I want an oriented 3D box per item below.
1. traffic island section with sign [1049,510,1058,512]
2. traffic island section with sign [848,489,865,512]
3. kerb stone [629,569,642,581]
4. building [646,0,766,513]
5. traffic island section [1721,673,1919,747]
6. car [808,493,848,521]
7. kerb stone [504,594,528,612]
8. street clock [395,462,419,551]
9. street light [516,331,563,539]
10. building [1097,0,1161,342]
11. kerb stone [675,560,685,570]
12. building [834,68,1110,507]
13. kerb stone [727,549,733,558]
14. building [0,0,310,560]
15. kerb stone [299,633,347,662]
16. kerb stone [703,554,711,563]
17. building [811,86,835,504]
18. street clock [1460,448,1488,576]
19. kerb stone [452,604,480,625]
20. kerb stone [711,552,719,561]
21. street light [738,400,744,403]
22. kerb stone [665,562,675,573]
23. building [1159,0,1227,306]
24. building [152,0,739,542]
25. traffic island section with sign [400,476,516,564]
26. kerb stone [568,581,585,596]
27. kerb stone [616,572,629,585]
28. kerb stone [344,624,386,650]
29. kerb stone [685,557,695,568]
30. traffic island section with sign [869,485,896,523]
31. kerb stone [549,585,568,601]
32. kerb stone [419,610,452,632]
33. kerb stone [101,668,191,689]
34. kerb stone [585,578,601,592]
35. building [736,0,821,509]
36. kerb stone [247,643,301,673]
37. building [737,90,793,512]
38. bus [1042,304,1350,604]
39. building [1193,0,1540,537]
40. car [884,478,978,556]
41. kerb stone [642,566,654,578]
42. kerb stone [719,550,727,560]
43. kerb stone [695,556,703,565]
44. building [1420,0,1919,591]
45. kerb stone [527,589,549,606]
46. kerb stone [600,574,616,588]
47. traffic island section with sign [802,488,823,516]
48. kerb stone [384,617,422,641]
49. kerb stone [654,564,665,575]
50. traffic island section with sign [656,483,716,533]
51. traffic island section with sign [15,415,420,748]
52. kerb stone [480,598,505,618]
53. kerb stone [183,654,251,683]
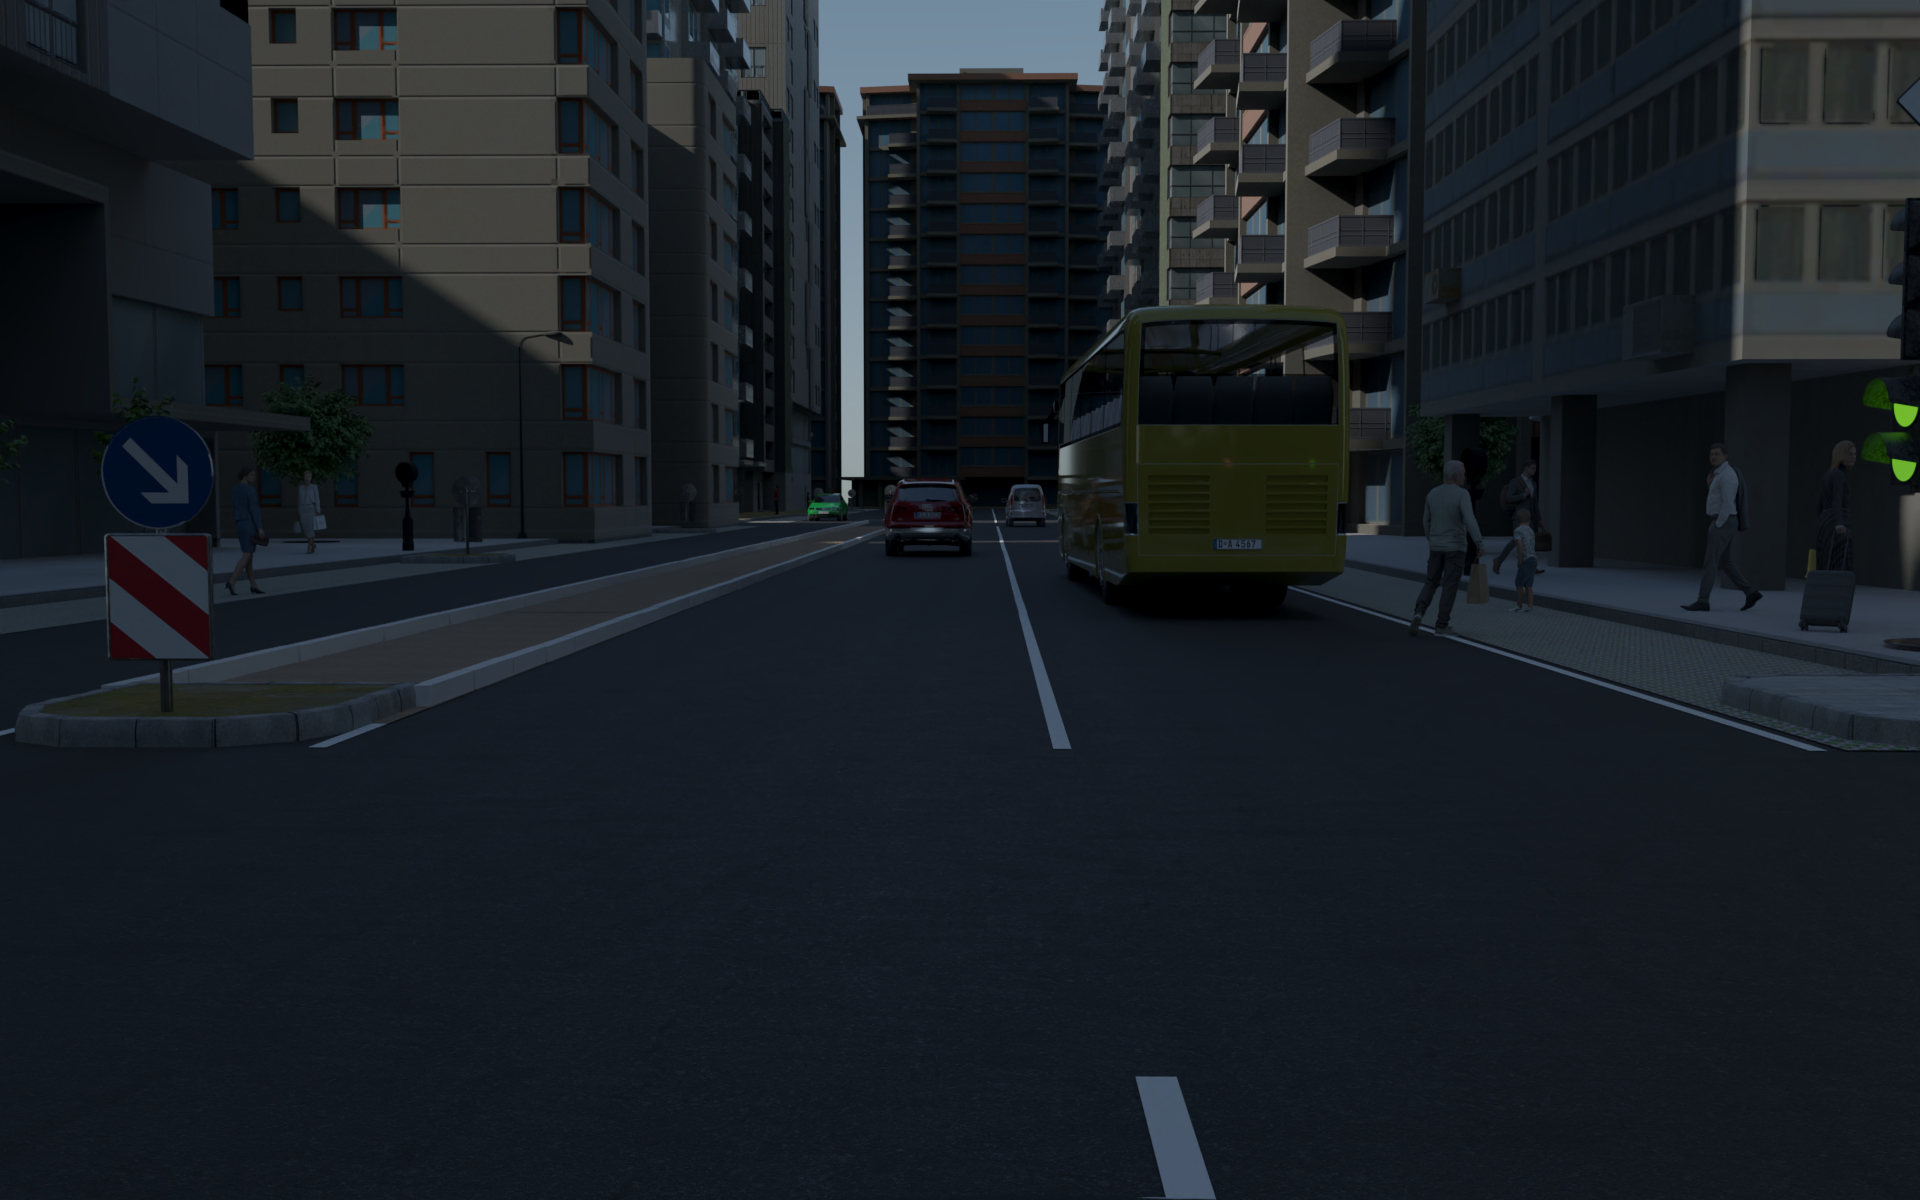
[{"bbox_3d":[8.255,-8.074,140.641,1.989,1.847,2.006,0,4,1],"label":"traffic island section with sign"},{"bbox_3d":[-8.762,-8.093,140.956,1.989,1.847,2.006,0,4,1],"label":"traffic island section with sign"},{"bbox_3d":[-5.436,-0.385,28.528,0.120,0.150,1.000,0,4,1],"label":"kerb stone"},{"bbox_3d":[-24.390,-29.452,101.149,23.786,49.044,30.456,0,4,1],"label":"building"},{"bbox_3d":[6.162,0.696,10.897,2.009,0.180,2.903,0,4,1],"label":"traffic island section"},{"bbox_3d":[-6.997,-5.092,92.052,1.959,1.807,4.718,0,4,2],"label":"car"},{"bbox_3d":[-5.554,0.053,21.362,0.120,0.150,1.000,0,4,1],"label":"kerb stone"},{"bbox_3d":[-12.489,-2.115,39.145,0.471,2.002,0.358,1,4,20],"label":"street clock"},{"bbox_3d":[-12.027,-4.710,49.546,1.470,5.913,1.316,0,4,1],"label":"street light"},{"bbox_3d":[23.122,-32.132,144.962,23.786,49.044,30.456,0,4,1],"label":"building"},{"bbox_3d":[-5.371,-0.638,32.627,0.120,0.150,1.000,0,4,1],"label":"kerb stone"},{"bbox_3d":[2.564,-32.204,181.152,28.867,44.769,22.147,0,4,1],"label":"building"},{"bbox_3d":[-5.274,-1.010,38.783,0.120,0.150,1.000,0,4,1],"label":"kerb stone"},{"bbox_3d":[-29.165,-26.756,26.704,28.713,52.752,27.495,0,4,1],"label":"building"},{"bbox_3d":[-5.647,0.428,15.205,0.120,0.150,1.000,0,4,1],"label":"kerb stone"},{"bbox_3d":[-5.323,-0.826,35.706,0.120,0.150,1.000,0,4,1],"label":"kerb stone"},{"bbox_3d":[-26.813,-32.207,181.213,28.867,44.769,22.147,0,4,1],"label":"building"},{"bbox_3d":[8.040,-1.381,27.157,0.358,2.002,0.471,-1,4,-13],"label":"street clock"},{"bbox_3d":[-5.583,0.177,19.307,0.120,0.150,1.000,0,4,1],"label":"kerb stone"},{"bbox_3d":[-5.301,-0.887,36.736,0.120,0.150,1.000,0,4,1],"label":"kerb stone"},{"bbox_3d":[-11.386,-6.942,86.046,1.470,5.913,1.316,0,4,1],"label":"street light"},{"bbox_3d":[-5.388,-0.575,31.598,0.120,0.150,1.000,0,4,1],"label":"kerb stone"},{"bbox_3d":[17.548,-19.650,92.972,14.160,30.474,14.107,0,4,1],"label":"building"},{"bbox_3d":[-24.081,-13.374,63.709,27.650,21.520,28.899,0,4,1],"label":"building"},{"bbox_3d":[-10.439,-1.692,36.298,1.989,1.847,2.006,0,4,1],"label":"traffic island section with sign"},{"bbox_3d":[-5.498,-0.137,24.429,0.120,0.150,1.000,0,4,1],"label":"kerb stone"},{"bbox_3d":[-5.456,-0.324,27.499,0.120,0.150,1.000,0,4,1],"label":"kerb stone"},{"bbox_3d":[-5.640,0.365,16.227,0.120,0.150,1.000,0,4,1],"label":"kerb stone"},{"bbox_3d":[-5.351,-0.694,33.649,0.120,0.150,1.000,0,4,1],"label":"kerb stone"},{"bbox_3d":[-3.455,-4.754,85.860,2.006,1.907,1.989,0,4,1],"label":"traffic island section with sign"},{"bbox_3d":[-5.518,-0.074,23.407,0.120,0.150,1.000,0,4,1],"label":"kerb stone"},{"bbox_3d":[-5.608,0.240,18.278,0.120,0.150,1.000,0,4,1],"label":"kerb stone"},{"bbox_3d":[-5.700,0.618,12.133,0.120,0.150,1.000,0,4,1],"label":"kerb stone"},{"bbox_3d":[-5.482,-0.199,25.451,0.120,0.150,1.000,0,4,1],"label":"kerb stone"},{"bbox_3d":[-26.094,-34.091,146.630,27.495,52.752,28.713,0,4,1],"label":"building"},{"bbox_3d":[-5.675,0.490,14.183,0.120,0.150,1.000,0,4,1],"label":"kerb stone"},{"bbox_3d":[-19.852,-21.566,124.309,14.160,30.474,14.107,0,4,1],"label":"building"},{"bbox_3d":[3.010,-2.068,25.355,2.896,3.916,12.252,0,4,-1],"label":"bus"},{"bbox_3d":[20.493,-25.060,64.359,22.147,44.769,28.867,0,4,1],"label":"building"},{"bbox_3d":[-0.712,-2.020,41.696,2.281,1.827,5.304,0,4,1],"label":"car"},{"bbox_3d":[-5.415,-0.450,29.550,0.120,0.150,1.000,0,4,1],"label":"kerb stone"},{"bbox_3d":[-5.281,-0.946,37.761,0.120,0.150,1.000,0,4,1],"label":"kerb stone"},{"bbox_3d":[-5.333,-0.764,34.679,0.120,0.150,1.000,0,4,1],"label":"kerb stone"},{"bbox_3d":[21.624,-20.515,27.305,23.993,40.220,32.217,0,4,1],"label":"building"},{"bbox_3d":[-5.531,-0.009,22.385,0.120,0.150,1.000,0,4,1],"label":"kerb stone"},{"bbox_3d":[-5.472,-0.262,26.473,0.120,0.150,1.000,0,4,1],"label":"kerb stone"},{"bbox_3d":[-9.204,-6.385,113.022,1.989,1.847,2.006,0,4,1],"label":"traffic island section with sign"},{"bbox_3d":[-5.612,0.303,17.249,0.120,0.150,1.000,0,4,1],"label":"kerb stone"},{"bbox_3d":[-5.402,-0.512,30.576,0.120,0.150,1.000,0,4,1],"label":"kerb stone"},{"bbox_3d":[-10.001,-3.357,63.509,1.989,1.847,2.006,0,4,1],"label":"traffic island section with sign"},{"bbox_3d":[-4.657,-0.159,10.731,2.006,1.907,1.989,0,4,1],"label":"traffic island section with sign"},{"bbox_3d":[-5.568,0.115,20.334,0.120,0.150,1.000,0,4,1],"label":"kerb stone"},{"bbox_3d":[-5.682,0.553,13.160,0.120,0.150,1.000,0,4,1],"label":"kerb stone"}]
